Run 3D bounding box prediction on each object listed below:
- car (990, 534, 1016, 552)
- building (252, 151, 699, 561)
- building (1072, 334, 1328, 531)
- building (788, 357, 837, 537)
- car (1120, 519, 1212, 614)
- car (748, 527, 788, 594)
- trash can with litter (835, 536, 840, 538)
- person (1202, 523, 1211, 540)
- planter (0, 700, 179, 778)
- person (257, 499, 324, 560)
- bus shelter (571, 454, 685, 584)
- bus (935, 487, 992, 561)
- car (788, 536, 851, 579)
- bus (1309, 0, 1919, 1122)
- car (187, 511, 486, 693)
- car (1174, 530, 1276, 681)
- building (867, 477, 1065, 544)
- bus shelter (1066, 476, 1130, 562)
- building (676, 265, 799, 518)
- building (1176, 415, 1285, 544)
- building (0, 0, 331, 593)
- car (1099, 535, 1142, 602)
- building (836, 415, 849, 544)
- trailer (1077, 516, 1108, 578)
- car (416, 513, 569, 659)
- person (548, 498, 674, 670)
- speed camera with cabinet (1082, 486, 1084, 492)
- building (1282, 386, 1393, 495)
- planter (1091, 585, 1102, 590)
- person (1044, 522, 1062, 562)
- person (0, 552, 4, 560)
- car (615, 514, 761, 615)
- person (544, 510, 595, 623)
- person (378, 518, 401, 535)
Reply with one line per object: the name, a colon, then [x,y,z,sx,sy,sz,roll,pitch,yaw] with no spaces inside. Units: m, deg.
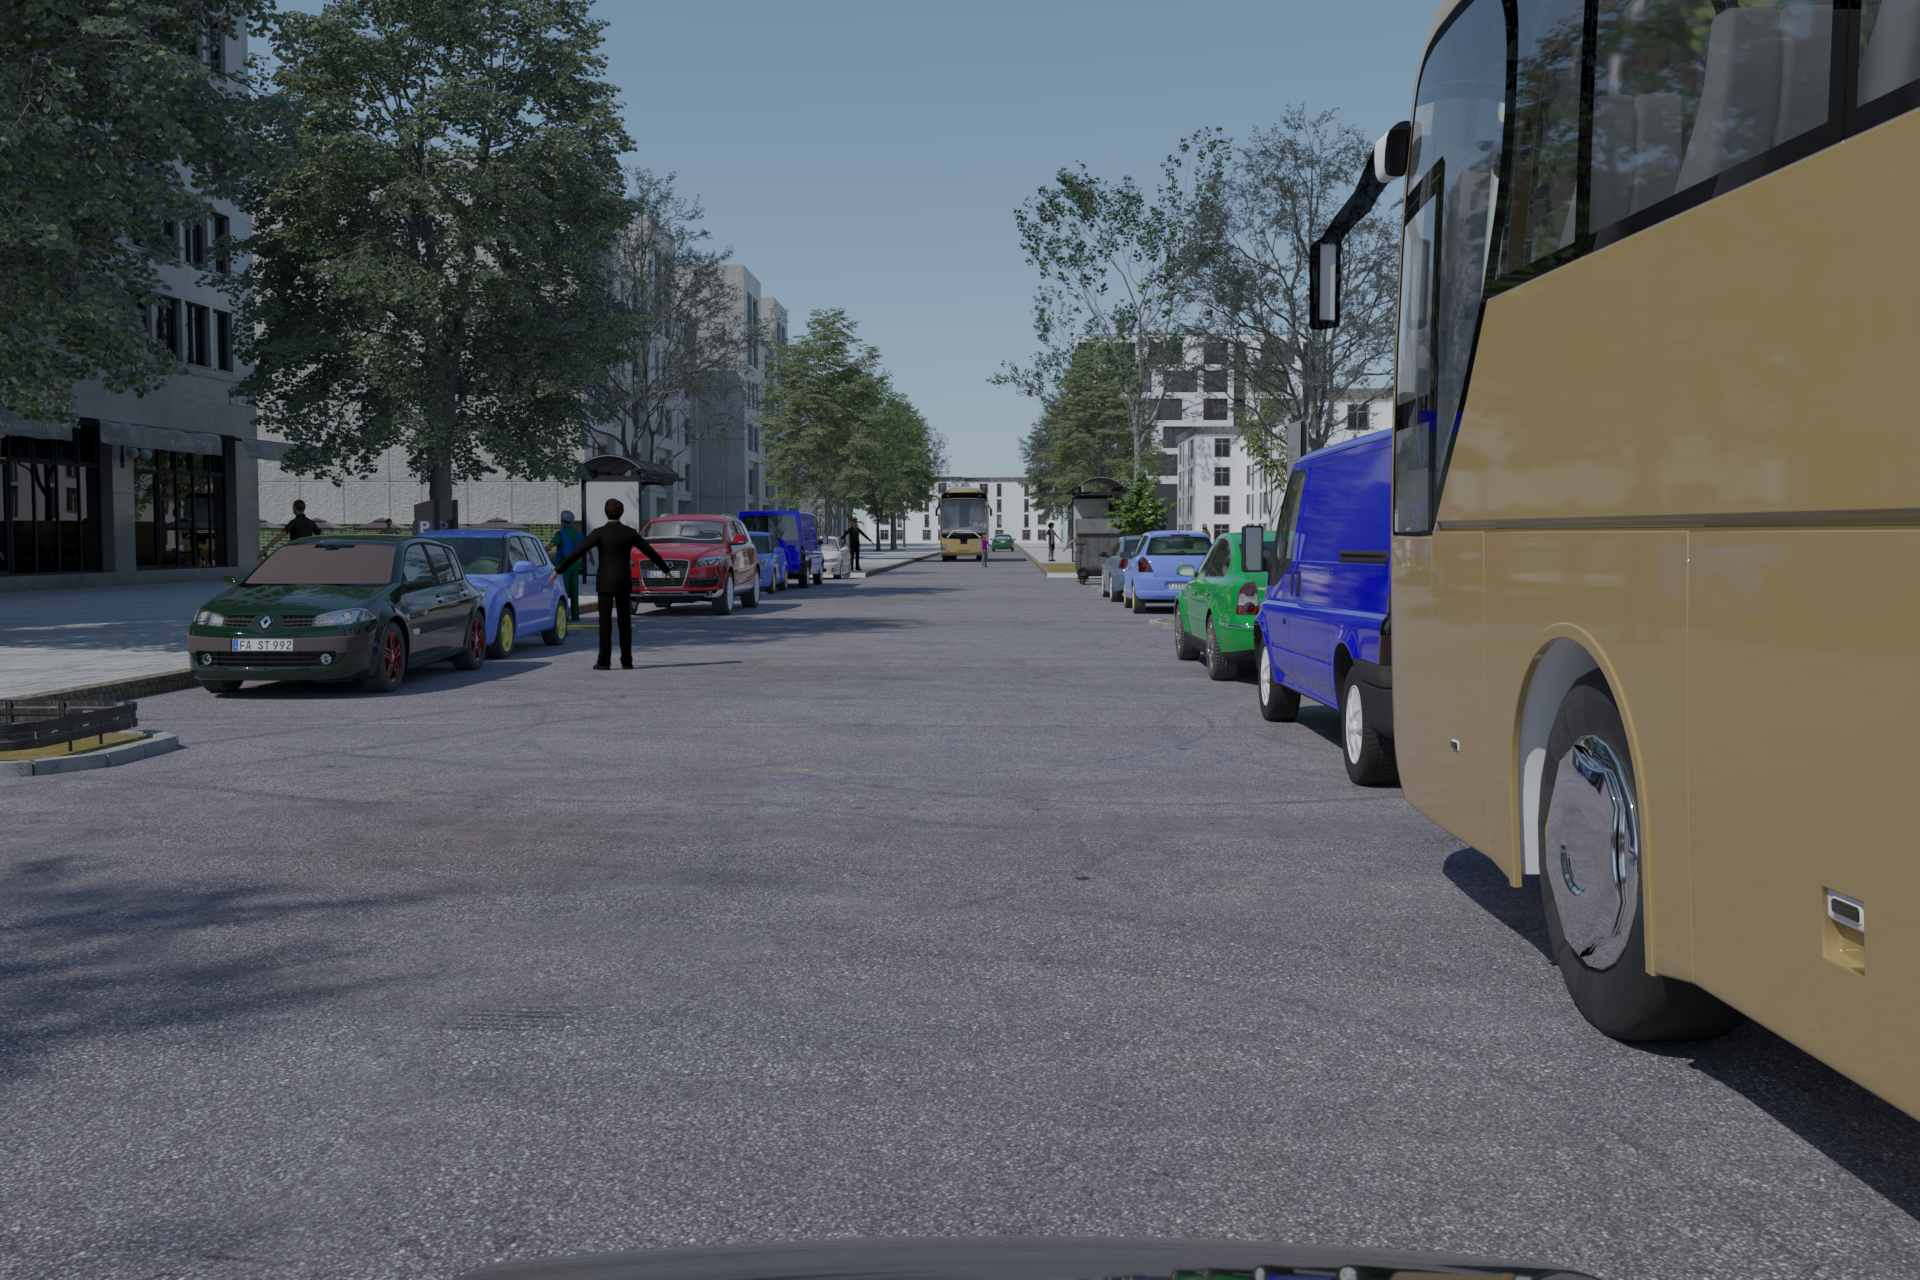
car: [3.525,-7.962,141.981,2.131,1.459,4.920,0,4,2]
building: [-25.580,-14.051,96.185,16.747,18.905,31.486,0,4,1]
building: [26.253,-21.352,193.082,27.936,21.610,32.646,0,4,1]
building: [-23.076,-21.323,179.551,19.493,23.208,18.063,0,4,2]
car: [3.982,-1.397,32.433,1.945,1.707,3.694,0,4,2]
car: [-5.252,-2.021,42.639,1.945,1.707,3.694,0,4,1]
trash can with litter: [-4.610,-3.411,66.820,1.678,1.210,2.233,0,4,2]
person: [12.948,-5.264,91.837,0.705,1.858,1.354,3,5,42]
planter: [-6.208,0.616,11.071,1.991,0.319,1.994,0,4,1]
person: [-9.963,-1.217,26.120,0.705,1.803,1.348,2,4,31]
bus shelter: [-8.881,-3.231,46.743,2.014,3.302,5.546,0,4,1]
bus: [0.307,-6.261,93.916,2.896,3.916,12.252,0,4,1]
car: [-4.621,-2.700,56.499,2.083,1.381,4.827,0,4,2]
bus: [2.988,-0.619,1.675,2.896,3.916,12.252,0,3,0]
car: [-5.948,-0.435,16.900,2.009,1.686,4.222,0,4,1]
car: [3.339,-0.581,18.297,1.959,1.807,4.718,0,4,0]
building: [0.920,-18.839,252.617,28.070,9.664,9.099,1,4,11]
bus shelter: [4.995,-4.255,63.493,2.014,3.302,5.546,0,4,1]
building: [-22.232,-16.107,129.814,16.747,18.905,31.486,0,4,1]
building: [22.778,-11.791,134.923,9.099,9.664,28.070,0,4,1]
building: [-30.413,-14.187,34.118,24.374,26.755,37.873,0,4,2]
car: [4.065,-1.578,37.801,2.014,1.417,4.499,0,4,1]
building: [-22.710,-21.005,209.896,16.747,18.905,31.486,0,4,1]
trailer: [4.532,-3.042,56.788,1.471,1.999,3.904,0,4,1]
car: [-6.000,-0.701,21.054,1.945,1.707,3.694,0,4,2]
person: [-3.663,-0.592,18.316,1.347,1.806,0.705,-2,4,-24]
speed camera with cabinet: [5.213,-4.637,70.152,0.660,3.252,2.038,0,4,0]
building: [25.274,-9.644,99.821,9.099,9.664,28.070,0,4,2]
planter: [4.398,-1.438,44.646,1.991,0.319,1.994,0,4,2]
person: [4.277,-4.545,80.457,0.704,1.843,1.345,3,4,38]
person: [-14.681,-1.183,25.405,0.705,1.821,1.348,1,4,21]
car: [-5.010,-1.448,32.350,2.281,1.827,5.304,0,4,2]
person: [-6.359,-1.186,27.973,0.704,1.817,1.347,2,4,34]
person: [-16.539,-2.656,50.229,1.217,1.737,0.721,-2,4,-24]
